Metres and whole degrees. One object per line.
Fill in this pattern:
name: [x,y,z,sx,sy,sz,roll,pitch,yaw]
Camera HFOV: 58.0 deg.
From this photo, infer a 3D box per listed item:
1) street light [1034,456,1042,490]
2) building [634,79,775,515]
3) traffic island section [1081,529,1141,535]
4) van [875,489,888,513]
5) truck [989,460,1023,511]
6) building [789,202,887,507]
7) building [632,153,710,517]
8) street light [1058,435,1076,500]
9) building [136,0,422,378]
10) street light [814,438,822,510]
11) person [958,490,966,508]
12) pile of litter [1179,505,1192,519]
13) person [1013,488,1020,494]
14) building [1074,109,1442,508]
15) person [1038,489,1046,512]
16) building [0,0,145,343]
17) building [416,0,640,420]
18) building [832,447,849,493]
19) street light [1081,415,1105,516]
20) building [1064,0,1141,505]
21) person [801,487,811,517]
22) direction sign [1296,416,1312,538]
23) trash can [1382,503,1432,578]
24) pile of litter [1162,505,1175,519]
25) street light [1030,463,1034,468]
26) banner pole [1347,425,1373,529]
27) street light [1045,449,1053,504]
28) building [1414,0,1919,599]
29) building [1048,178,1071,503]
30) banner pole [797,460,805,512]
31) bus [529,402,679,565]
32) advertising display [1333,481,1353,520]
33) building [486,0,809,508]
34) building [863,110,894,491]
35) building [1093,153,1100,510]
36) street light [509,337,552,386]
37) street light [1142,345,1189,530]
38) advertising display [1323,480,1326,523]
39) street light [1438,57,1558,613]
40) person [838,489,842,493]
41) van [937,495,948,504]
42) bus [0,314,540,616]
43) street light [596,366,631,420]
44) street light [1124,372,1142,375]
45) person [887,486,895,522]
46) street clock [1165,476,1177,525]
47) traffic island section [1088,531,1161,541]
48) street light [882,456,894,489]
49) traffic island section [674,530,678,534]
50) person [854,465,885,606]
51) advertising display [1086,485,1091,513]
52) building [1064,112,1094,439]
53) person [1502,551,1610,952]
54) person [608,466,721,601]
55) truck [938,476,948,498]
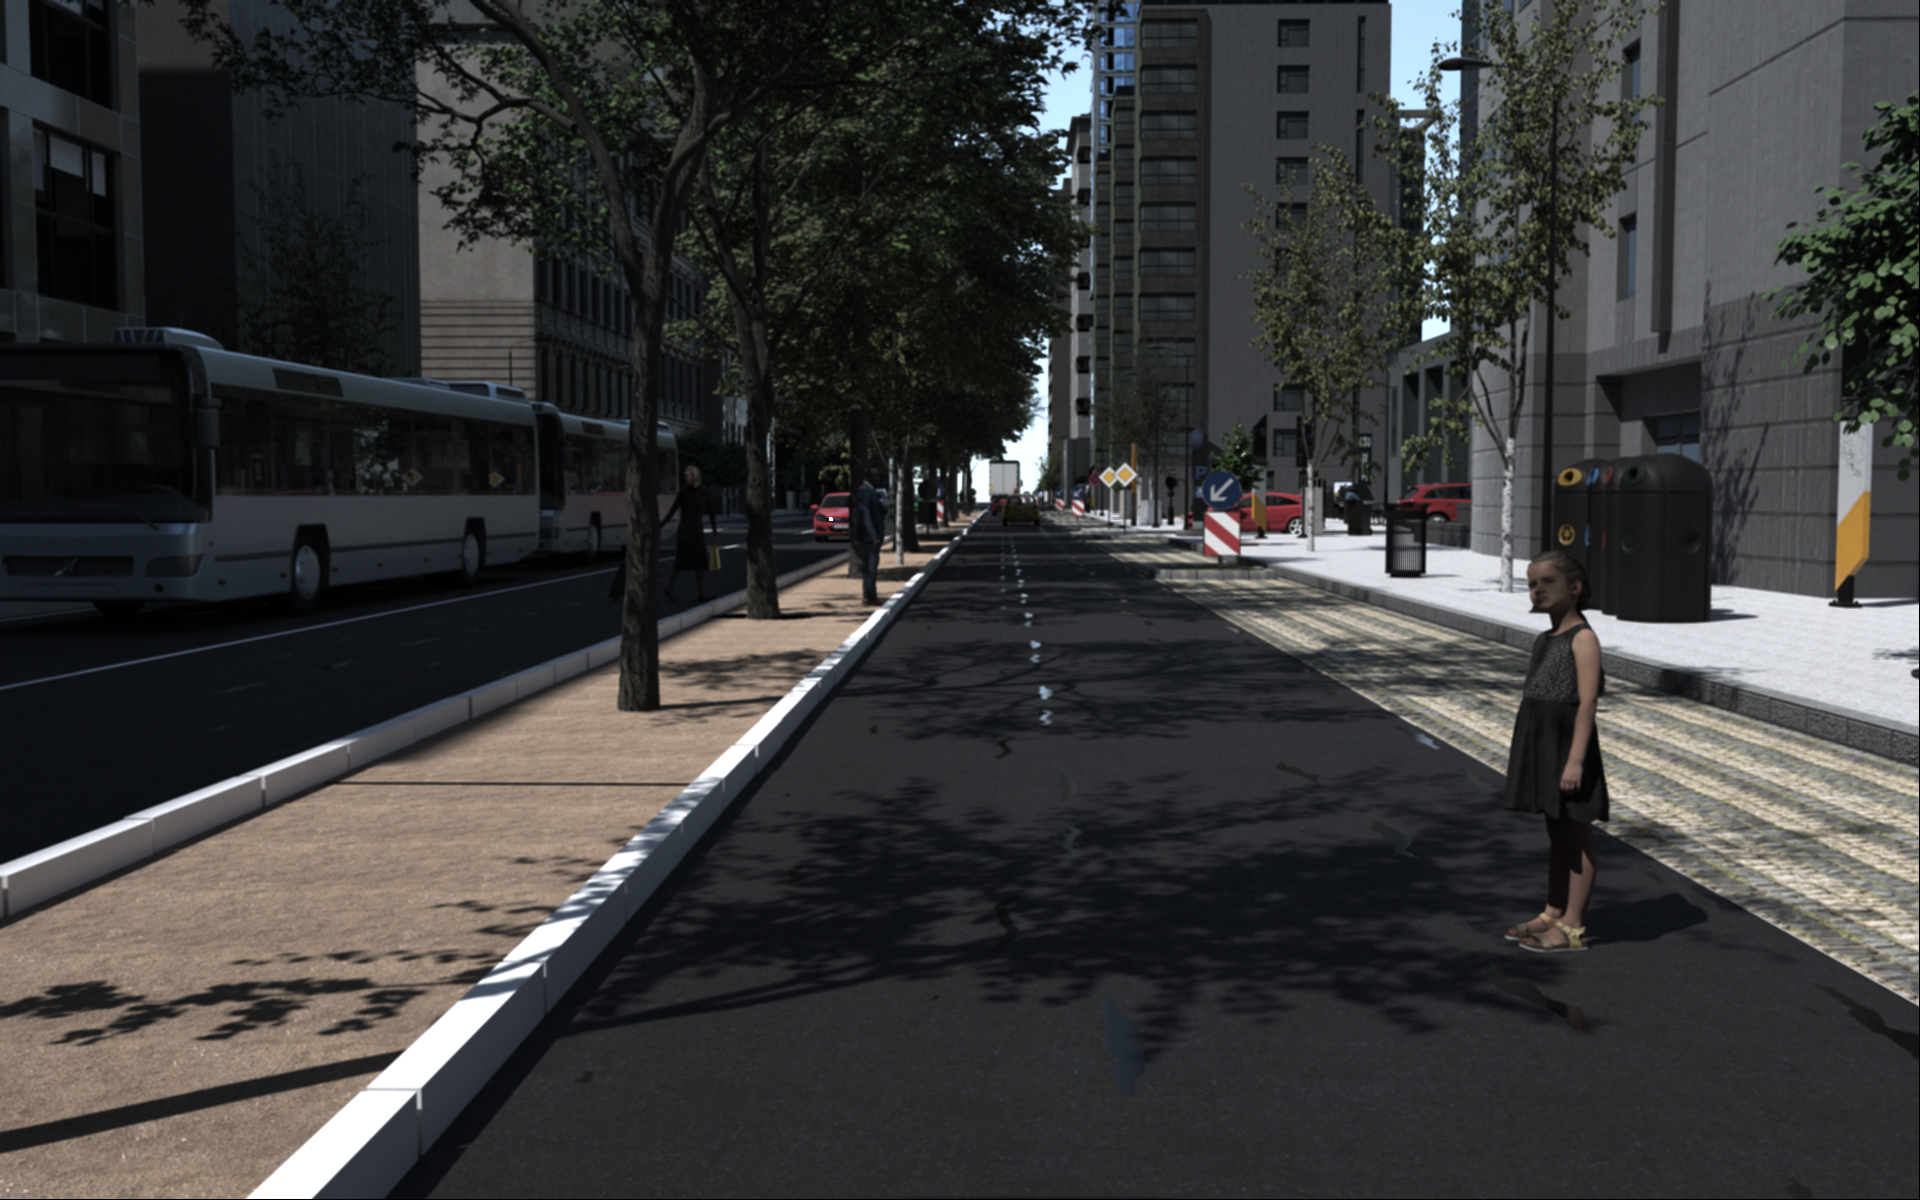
street light: [10.715,-15.417,224.611,1.470,5.913,1.316,0,4,1]
building: [-19.632,-19.483,115.809,12.463,27.353,25.104,0,4,1]
traffic island section: [5.387,-2.451,62.355,2.009,0.180,2.903,0,4,1]
van: [-6.417,-7.587,131.057,2.013,2.044,4.112,0,4,3]
truck: [3.897,-9.795,149.054,2.839,4.237,11.283,0,4,3]
building: [-21.669,-35.650,237.495,22.147,44.769,28.867,0,4,1]
building: [-20.469,-15.702,92.883,11.583,22.565,21.152,0,4,1]
street light: [8.723,-10.341,141.621,1.470,5.913,1.316,0,4,1]
building: [-31.163,-13.899,46.318,30.058,24.678,14.314,0,4,1]
street light: [-10.737,-10.209,139.458,1.470,5.913,1.316,0,4,1]
person: [0.119,-10.442,179.328,1.348,1.812,0.705,-1,4,-20]
pile of litter: [12.073,-4.680,90.483,1.176,0.858,1.719,0,4,-7]
person: [3.943,-6.812,119.843,0.580,1.828,0.573,2,4,25]
building: [27.495,-29.104,167.729,32.217,40.220,23.993,0,4,1]
person: [6.723,-8.154,141.686,0.709,1.838,0.599,2,4,31]
building: [-25.669,-12.936,16.015,19.350,26.468,34.151,0,4,1]
building: [-20.204,-13.700,73.145,9.793,20.994,18.267,0,4,1]
building: [-18.947,-26.327,202.144,14.160,30.474,14.107,0,4,1]
street light: [7.822,-7.905,101.791,1.470,5.913,1.316,0,4,1]
building: [23.473,-53.896,193.865,22.319,86.520,31.000,0,4,1]
person: [-9.512,-6.054,107.324,0.795,1.843,0.661,3,5,42]
direction sign: [10.041,-3.583,50.573,0.379,3.537,0.876,3,5,41]
trash can: [6.874,-0.920,26.692,0.748,1.137,0.748,0,3,0]
pile of litter: [10.474,-4.598,89.142,1.176,0.858,1.719,1,4,9]
street light: [11.729,-17.634,260.848,1.470,5.913,1.316,0,4,1]
banner pole: [14.556,-4.464,63.001,0.863,3.779,0.401,1,4,20]
street light: [9.600,-12.535,177.491,1.470,5.913,1.316,0,4,1]
building: [21.475,-30.044,33.218,21.231,58.520,28.212,0,4,1]
building: [24.202,-38.946,260.468,21.300,48.544,21.600,0,4,1]
banner pole: [-11.651,-8.396,127.295,0.401,3.779,0.863,3,4,37]
bus: [-8.588,-2.623,37.743,2.948,3.499,13.247,0,4,1]
advertising display: [19.000,-4.936,85.921,0.974,1.923,0.123,1,4,22]
building: [-27.805,-34.385,151.439,28.713,52.752,27.495,0,4,1]
building: [-21.091,-58.313,266.093,22.319,86.520,31.000,0,4,1]
building: [18.418,-23.090,149.224,14.160,30.474,14.107,0,4,1]
street light: [-12.797,-4.830,51.505,1.470,5.913,1.316,0,4,1]
street light: [6.566,-4.995,54.212,1.470,5.913,1.316,0,4,1]
advertising display: [16.293,-4.419,77.463,0.123,1.923,0.974,1,4,12]
street light: [5.792,-2.817,18.593,1.470,5.913,1.316,0,4,1]
person: [-7.425,-5.914,105.557,0.716,1.782,0.532,-1,4,-22]
van: [-2.719,-15.376,258.412,2.013,2.044,4.112,0,4,2]
bus: [-8.783,-1.733,23.197,2.948,3.499,13.247,0,4,2]
street light: [-12.624,-5.530,62.957,1.470,5.913,1.316,0,4,1]
street light: [6.954,-5.721,66.071,1.470,5.913,1.316,0,4,1]
person: [-3.426,-4.867,87.880,0.655,1.846,0.447,2,4,26]
street clock: [8.674,-4.076,71.214,0.358,2.002,0.471,-3,4,-37]
traffic island section: [5.194,-1.963,54.373,2.009,0.180,2.903,0,4,1]
street light: [-8.943,-14.622,211.618,1.470,5.913,1.316,0,4,1]
traffic island section: [-11.150,-2.476,62.758,2.009,0.180,2.903,0,4,1]
person: [-1.152,-0.832,22.292,0.419,1.800,0.721,0,4,-5]
advertising display: [8.700,-6.865,117.449,0.123,1.923,0.974,-1,4,-11]
building: [28.999,-39.540,235.715,28.713,52.752,27.495,0,4,1]
person: [1.874,0.471,5.464,0.373,1.253,0.362,0,4,-7]
person: [-3.926,-0.892,23.303,1.509,1.804,0.699,2,4,26]
truck: [-2.773,-17.616,276.939,2.839,4.237,11.283,0,3,0]
